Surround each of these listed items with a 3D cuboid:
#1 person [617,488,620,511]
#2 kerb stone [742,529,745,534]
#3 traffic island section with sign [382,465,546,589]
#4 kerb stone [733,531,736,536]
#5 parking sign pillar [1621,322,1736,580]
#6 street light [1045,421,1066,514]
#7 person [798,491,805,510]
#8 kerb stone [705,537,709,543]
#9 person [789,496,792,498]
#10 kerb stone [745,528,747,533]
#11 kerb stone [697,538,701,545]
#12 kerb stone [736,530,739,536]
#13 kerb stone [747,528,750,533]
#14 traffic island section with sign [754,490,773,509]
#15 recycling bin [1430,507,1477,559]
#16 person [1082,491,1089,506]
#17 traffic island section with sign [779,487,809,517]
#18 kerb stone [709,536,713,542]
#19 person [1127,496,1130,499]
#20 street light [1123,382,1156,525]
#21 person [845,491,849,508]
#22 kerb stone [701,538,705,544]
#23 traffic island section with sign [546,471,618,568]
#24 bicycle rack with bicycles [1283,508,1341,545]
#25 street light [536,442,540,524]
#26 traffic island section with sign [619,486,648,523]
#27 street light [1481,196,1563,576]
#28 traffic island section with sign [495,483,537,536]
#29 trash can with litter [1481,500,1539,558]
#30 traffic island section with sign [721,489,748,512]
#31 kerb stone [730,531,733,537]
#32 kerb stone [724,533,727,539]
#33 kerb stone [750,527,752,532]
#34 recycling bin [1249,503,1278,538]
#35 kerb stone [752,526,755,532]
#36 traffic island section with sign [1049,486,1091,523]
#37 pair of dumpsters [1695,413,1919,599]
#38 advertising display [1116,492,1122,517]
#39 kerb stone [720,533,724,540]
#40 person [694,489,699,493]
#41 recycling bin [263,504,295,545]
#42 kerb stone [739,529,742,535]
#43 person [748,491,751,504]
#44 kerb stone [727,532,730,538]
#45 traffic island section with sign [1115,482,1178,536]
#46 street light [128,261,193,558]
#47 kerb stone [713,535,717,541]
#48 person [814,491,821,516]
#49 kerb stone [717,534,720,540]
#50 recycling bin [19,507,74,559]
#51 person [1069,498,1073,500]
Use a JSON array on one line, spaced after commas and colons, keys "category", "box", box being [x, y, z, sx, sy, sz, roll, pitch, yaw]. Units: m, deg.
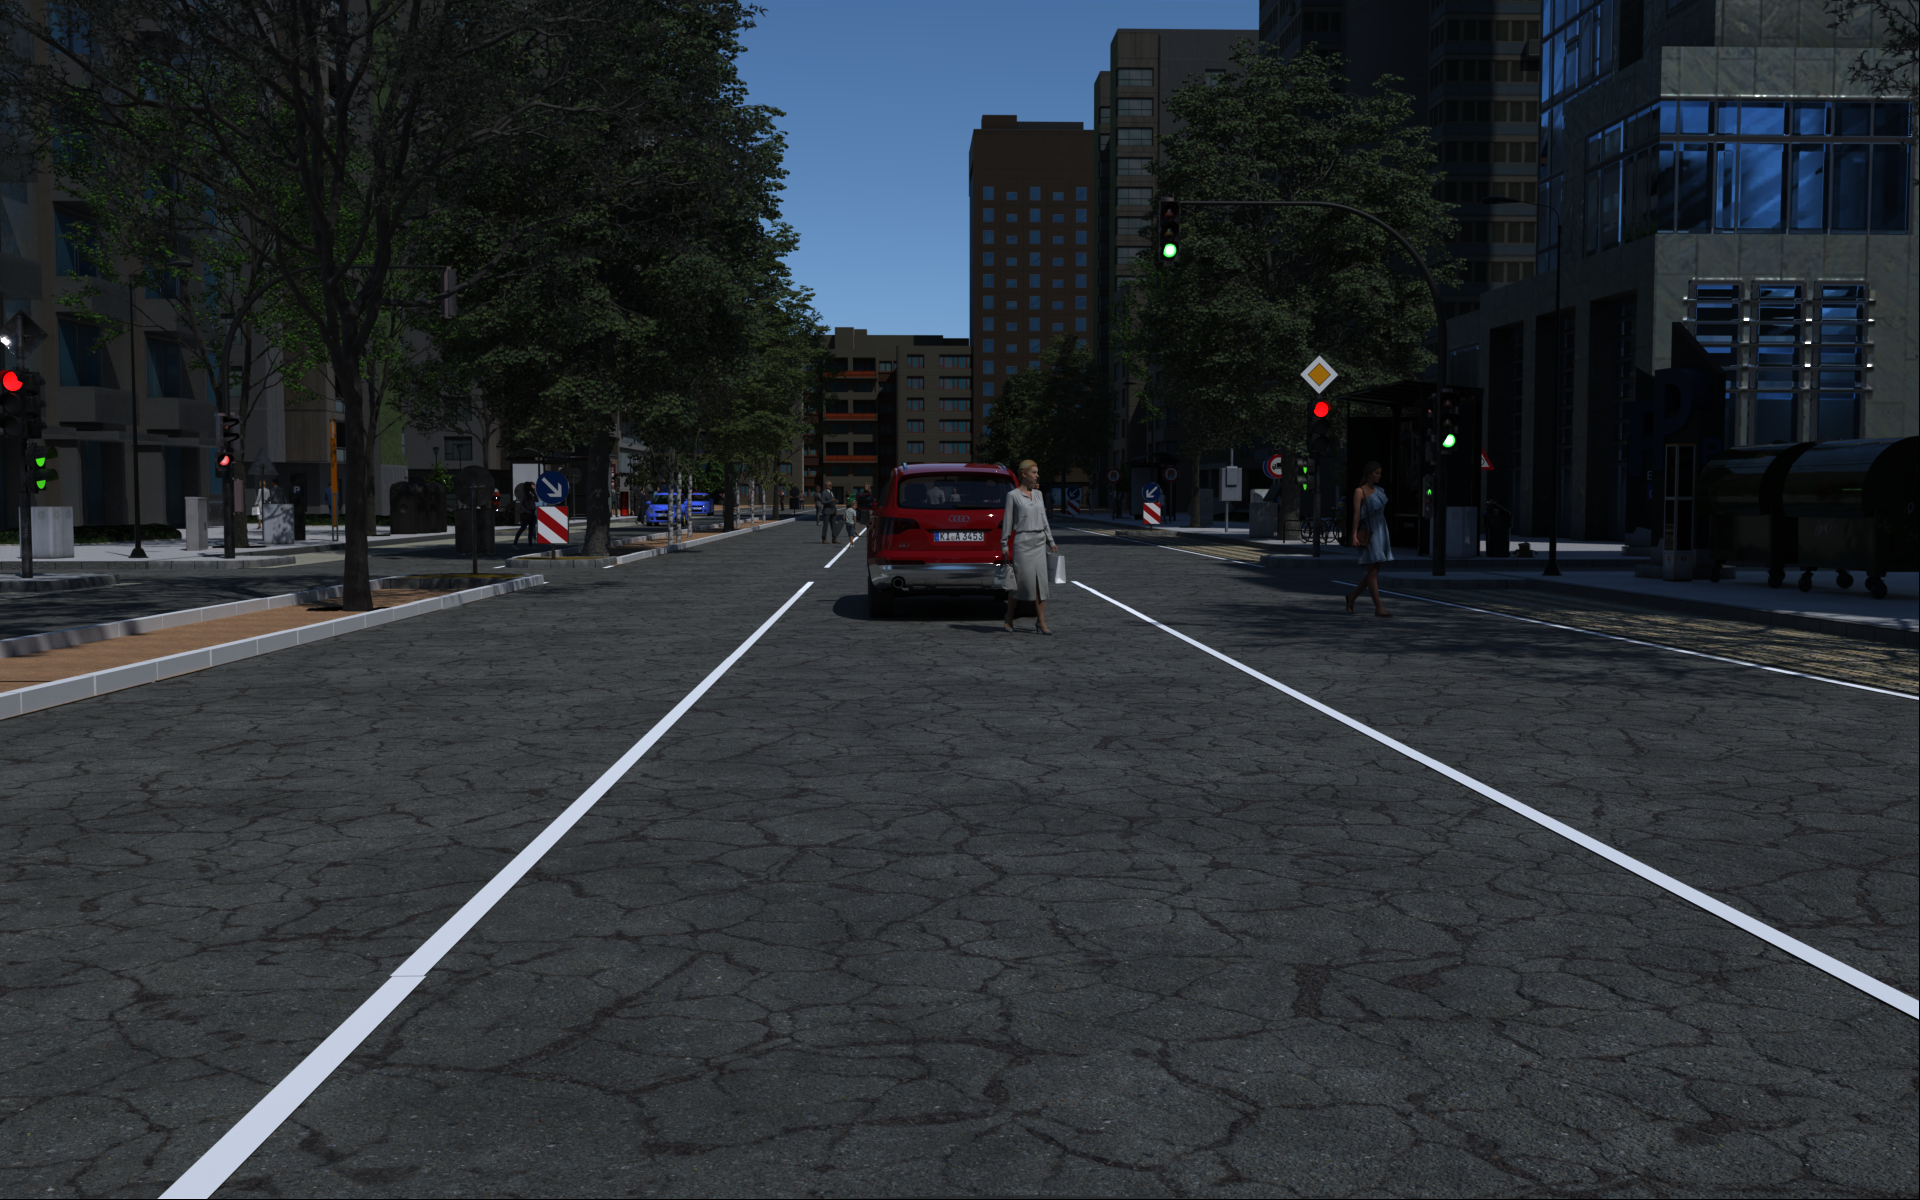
[{"category": "person", "box": [-26.142, -7.699, 132.649, 1.217, 1.735, 0.721, -1, 4, -21]}, {"category": "kerb stone", "box": [-7.837, -2.394, 61.422, 0.120, 0.150, 1.000, 0, 4, -2]}, {"category": "traffic island section with sign", "box": [-7.712, -1.152, 26.969, 2.006, 1.907, 1.989, 0, 4, -2]}, {"category": "kerb stone", "box": [-7.729, -2.211, 58.340, 0.120, 0.150, 1.000, 0, 4, -2]}, {"category": "parking sign pillar", "box": [11.157, -2.329, 26.549, 1.447, 3.967, 1.447, 0, 4, -8]}, {"category": "street light", "box": [6.097, -8.423, 110.263, 1.470, 5.913, 1.316, 0, 4, -2]}, {"category": "person", "box": [-14.674, -9.283, 160.806, 0.617, 1.759, 0.750, 0, 4, 1]}, {"category": "kerb stone", "box": [-7.454, -1.708, 50.140, 0.120, 0.150, 1.000, 0, 4, -2]}, {"category": "person", "box": [-15.977, -9.467, 163.291, 0.705, 1.823, 1.348, 0, 4, -1]}, {"category": "kerb stone", "box": [-7.867, -2.462, 62.444, 0.120, 0.150, 1.000, 0, 4, -2]}, {"category": "kerb stone", "box": [-7.384, -1.584, 48.094, 0.120, 0.150, 1.000, 0, 4, -2]}, {"category": "kerb stone", "box": [-7.766, -2.273, 59.362, 0.120, 0.150, 1.000, 0, 4, -2]}, {"category": "kerb stone", "box": [-7.900, -2.524, 63.468, 0.120, 0.150, 1.000, 0, 4, -2]}, {"category": "traffic island section with sign", "box": [-18.597, -9.451, 163.145, 1.989, 1.847, 2.006, 0, 4, -2]}, {"category": "recycling bin", "box": [9.873, -1.352, 34.653, 0.722, 1.027, 0.722, 3, 4, 38]}, {"category": "person", "box": [14.105, -11.179, 191.262, 1.348, 1.826, 0.705, 1, 4, 23]}, {"category": "traffic island section with sign", "box": [-10.513, -6.198, 109.468, 2.006, 1.907, 1.989, 0, 4, -2]}, {"category": "kerb stone", "box": [-7.485, -1.770, 51.168, 0.120, 0.150, 1.000, 0, 4, -2]}, {"category": "person", "box": [11.916, -6.959, 120.350, 0.721, 1.766, 1.217, -1, 4, -18]}, {"category": "street light", "box": [7.441, -6.075, 71.868, 1.470, 5.913, 1.316, 0, 4, -2]}, {"category": "person", "box": [-11.179, -10.028, 173.285, 0.721, 1.723, 1.217, 2, 4, 30]}, {"category": "kerb stone", "box": [-7.414, -1.645, 49.116, 0.120, 0.150, 1.000, 0, 4, -2]}, {"category": "traffic island section with sign", "box": [-7.954, -1.605, 34.373, 2.006, 1.907, 1.989, 0, 4, -2]}, {"category": "bicycle rack with bicycles", "box": [9.684, -1.933, 44.982, 2.852, 0.926, 2.925, -2, 4, -25]}, {"category": "street light", "box": [-17.239, -6.153, 73.141, 1.470, 5.913, 1.316, 0, 4, -2]}, {"category": "traffic island section with sign", "box": [-16.031, -4.804, 87.173, 1.989, 1.847, 2.006, 0, 4, -2]}, {"category": "street light", "box": [8.812, -3.341, 27.162, 1.470, 5.913, 1.316, 0, 4, -2]}, {"category": "traffic island section with sign", "box": [-15.089, -3.124, 59.708, 1.989, 1.847, 2.006, 0, 4, -2]}, {"category": "trash can with litter", "box": [11.156, -1.453, 35.145, 1.055, 1.170, 0.624, 0, 4, 6]}, {"category": "traffic island section with sign", "box": [-17.683, -7.803, 136.205, 1.989, 1.847, 2.006, 0, 4, -2]}, {"category": "kerb stone", "box": [-7.701, -2.146, 57.310, 0.120, 0.150, 1.000, 0, 4, -2]}, {"category": "kerb stone", "box": [-7.620, -2.022, 55.256, 0.120, 0.150, 1.000, 0, 4, -2]}, {"category": "kerb stone", "box": [-7.936, -2.587, 64.490, 0.120, 0.150, 1.000, 0, 4, -2]}, {"category": "recycling bin", "box": [8.889, -2.335, 50.736, 0.722, 1.027, 0.722, 1, 4, 19]}, {"category": "kerb stone", "box": [-7.968, -2.649, 65.514, 0.120, 0.150, 1.000, 0, 4, -2]}, {"category": "traffic island section with sign", "box": [5.518, -4.795, 87.032, 1.989, 1.847, 2.006, 0, 4, -2]}, {"category": "pair of dumpsters", "box": [11.534, -1.256, 23.037, 1.574, 2.255, 4.437, 0, 4, -2]}, {"category": "advertising display", "box": [8.754, -5.519, 95.455, 0.123, 1.923, 0.974, 1, 4, 18]}, {"category": "kerb stone", "box": [-7.587, -1.959, 54.233, 0.120, 0.150, 1.000, 0, 4, -2]}, {"category": "person", "box": [-21.116, -8.050, 138.383, 1.217, 1.743, 0.721, -2, 4, -27]}, {"category": "recycling bin", "box": [-17.428, -1.943, 44.318, 0.722, 1.027, 0.722, -1, 4, -19]}, {"category": "kerb stone", "box": [-7.796, -2.336, 60.386, 0.120, 0.150, 1.000, 0, 4, -2]}, {"category": "person", "box": [-17.475, -8.282, 144.615, 0.721, 1.736, 1.217, 0, 4, 6]}, {"category": "kerb stone", "box": [-7.665, -2.085, 56.277, 0.120, 0.150, 1.000, 0, 4, -2]}, {"category": "traffic island section with sign", "box": [6.433, -3.148, 60.092, 1.989, 1.847, 2.006, 0, 4, -2]}, {"category": "street light", "box": [-15.976, -3.799, 34.649, 1.470, 5.913, 1.316, 0, 4, -2]}, {"category": "kerb stone", "box": [-7.525, -1.833, 52.189, 0.120, 0.150, 1.000, 0, 4, -2]}, {"category": "person", "box": [-9.106, -6.296, 112.142, 0.721, 1.736, 1.217, 2, 4, 27]}, {"category": "kerb stone", "box": [-7.556, -1.897, 53.211, 0.120, 0.150, 1.000, 0, 4, -2]}, {"category": "recycling bin", "box": [-18.274, -1.352, 34.653, 0.722, 1.027, 0.722, 1, 4, 8]}, {"category": "person", "box": [11.237, -10.300, 175.258, 0.445, 1.727, 0.742, 1, 4, 19]}]
